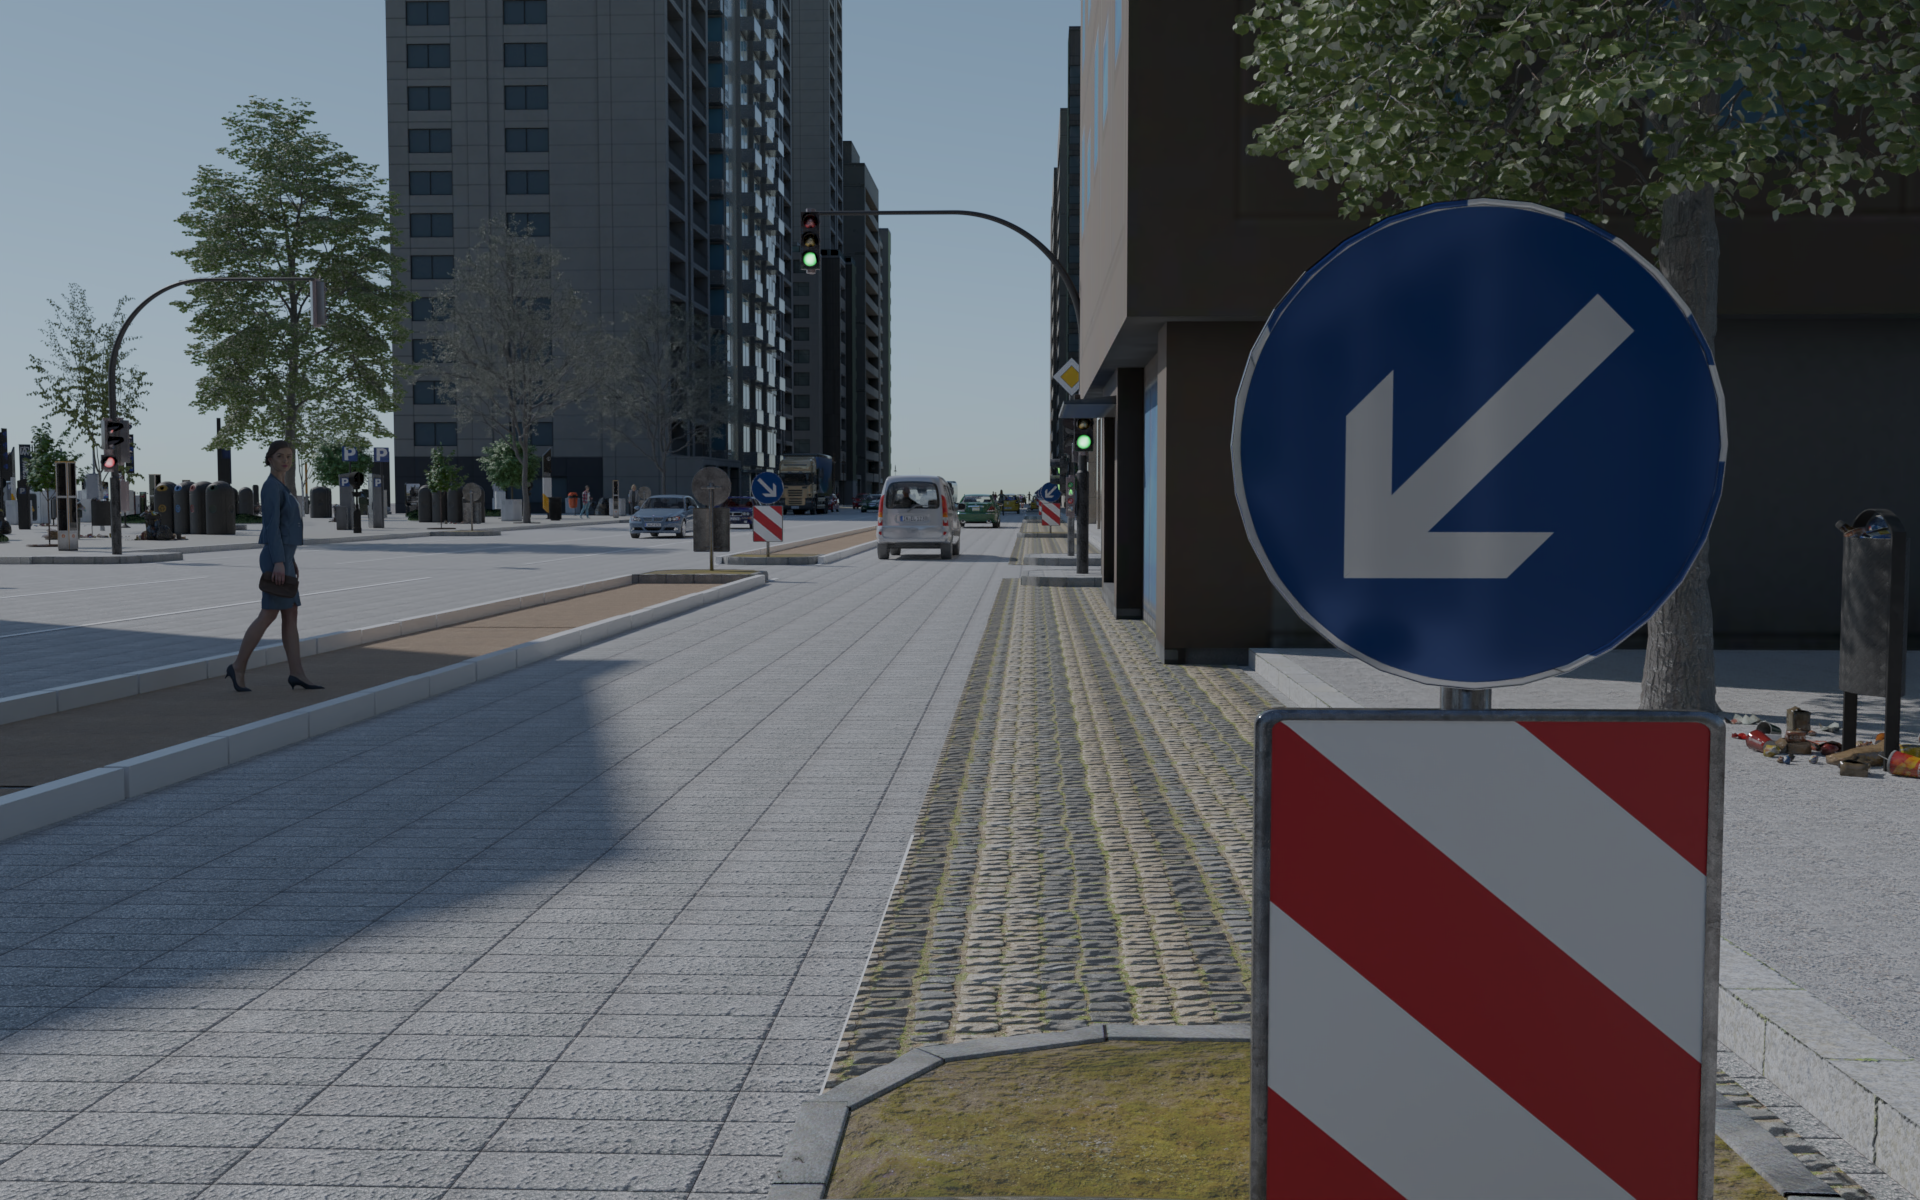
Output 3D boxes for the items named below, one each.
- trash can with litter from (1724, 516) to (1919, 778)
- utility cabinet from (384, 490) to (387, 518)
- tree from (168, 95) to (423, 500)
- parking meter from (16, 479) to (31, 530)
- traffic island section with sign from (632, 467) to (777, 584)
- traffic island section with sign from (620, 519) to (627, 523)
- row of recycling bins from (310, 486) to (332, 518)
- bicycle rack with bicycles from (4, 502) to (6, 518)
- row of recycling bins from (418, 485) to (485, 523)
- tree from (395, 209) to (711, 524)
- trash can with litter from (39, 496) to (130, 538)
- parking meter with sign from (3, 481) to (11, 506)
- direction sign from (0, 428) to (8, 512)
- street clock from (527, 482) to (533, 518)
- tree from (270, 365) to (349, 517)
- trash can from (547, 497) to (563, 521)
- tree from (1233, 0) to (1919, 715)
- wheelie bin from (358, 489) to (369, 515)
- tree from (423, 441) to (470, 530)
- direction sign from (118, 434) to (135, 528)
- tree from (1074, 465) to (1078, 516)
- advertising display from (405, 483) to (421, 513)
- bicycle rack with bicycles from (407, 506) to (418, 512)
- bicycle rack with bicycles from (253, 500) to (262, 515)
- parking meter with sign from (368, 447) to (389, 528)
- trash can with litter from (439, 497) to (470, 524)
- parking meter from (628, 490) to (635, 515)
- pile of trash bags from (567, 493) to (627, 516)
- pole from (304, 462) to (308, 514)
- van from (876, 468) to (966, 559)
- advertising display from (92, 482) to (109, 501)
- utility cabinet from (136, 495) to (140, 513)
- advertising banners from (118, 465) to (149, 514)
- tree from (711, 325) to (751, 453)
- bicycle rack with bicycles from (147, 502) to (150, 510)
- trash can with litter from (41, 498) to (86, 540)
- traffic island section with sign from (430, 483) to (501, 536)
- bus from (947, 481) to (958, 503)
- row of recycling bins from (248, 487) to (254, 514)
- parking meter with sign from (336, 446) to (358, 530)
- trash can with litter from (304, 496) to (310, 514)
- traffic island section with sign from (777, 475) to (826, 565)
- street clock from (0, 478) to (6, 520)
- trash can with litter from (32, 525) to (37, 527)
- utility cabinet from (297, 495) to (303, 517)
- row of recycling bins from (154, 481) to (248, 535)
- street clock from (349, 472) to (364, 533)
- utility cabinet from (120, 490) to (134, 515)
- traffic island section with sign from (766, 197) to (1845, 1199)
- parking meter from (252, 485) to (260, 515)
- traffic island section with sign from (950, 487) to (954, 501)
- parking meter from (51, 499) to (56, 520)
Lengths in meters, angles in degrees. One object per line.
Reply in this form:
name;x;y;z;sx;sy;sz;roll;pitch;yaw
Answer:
trash can with litter;4.482;0.151;8.585;1.678;1.210;2.233;0;4;7
utility cabinet;-30.473;-5.038;91.045;0.318;1.500;1.173;0;4;0
tree;-19.229;-8.078;50.207;7.486;12.596;7.792;0;3;0
parking meter;-33.879;-3.483;62.653;0.399;1.863;0.255;-1;4;-11
traffic island section with sign;-4.195;-1.240;28.413;2.006;1.907;1.989;0;4;2
traffic island section with sign;-15.820;-4.766;86.559;1.989;1.847;2.006;0;4;2
row of recycling bins;-34.578;-5.303;93.811;1.069;1.692;3.534;-1;4;-15
bicycle rack with bicycles;-51.437;-4.957;94.429;2.852;0.926;2.925;0;4;-6
row of recycling bins;-22.841;-4.319;77.725;3.534;1.692;1.069;2;4;23
tree;-19.111;-10.094;75.403;12.009;13.543;11.850;0;3;0
trash can with litter;-25.728;-2.444;51.019;2.233;1.210;1.678;-2;4;-24
parking meter with sign;-56.632;-6.515;102.781;1.738;3.016;0.543;1;4;20
direction sign;-32.801;-4.115;59.283;0.379;3.537;0.876;0;4;-2
street clock;-23.501;-5.488;94.302;0.471;2.002;0.358;1;4;18
tree;-37.106;-9.039;98.146;4.737;8.622;4.395;0;3;0
trash can;-19.494;-4.389;83.412;0.748;1.137;0.748;0;3;0
tree;4.331;-5.581;9.378;7.486;12.596;7.792;0;3;0
wheelie bin;-36.219;-5.961;105.373;0.693;1.594;0.980;1;4;15
tree;-18.886;-4.176;62.881;1.663;3.219;1.824;0;3;0
direction sign;-31.631;-4.498;65.531;0.876;3.537;0.379;1;4;9
tree;7.090;-6.406;99.333;1.663;3.219;1.824;0;3;0
advertising display;-31.898;-5.858;100.984;0.123;1.923;0.974;3;5;39
bicycle rack with bicycles;-33.232;-5.911;110.022;2.925;0.926;2.852;2;4;32
bicycle rack with bicycles;-41.532;-5.474;102.886;2.925;0.926;2.852;-3;5;-44
parking meter with sign;-21.971;-4.219;65.244;0.543;3.016;1.738;-2;4;-31
trash can with litter;-21.535;-3.876;74.427;2.233;1.210;1.678;-3;5;-44
parking meter;-20.366;-6.052;107.368;0.372;1.533;0.369;0;3;0
pile of trash bags;-21.675;-5.697;102.899;3.447;1.369;1.912;-3;4;-38
pole;-41.248;-7.062;109.302;0.158;3.312;0.155;0;3;0
van;-0.905;-1.978;39.356;2.013;2.044;4.112;0;4;4
advertising display;-44.216;-5.131;89.099;0.123;1.923;0.974;1;4;21
utility cabinet;-51.831;-5.970;108.771;0.306;1.237;1.020;3;5;41
advertising banners;-45.854;-6.099;95.911;2.074;3.025;0.090;1;4;16
tree;-17.460;-11.677;101.283;12.009;13.543;11.850;0;3;0
bicycle rack with bicycles;-51.876;-6.018;111.784;2.852;0.926;2.925;0;4;5
trash can with litter;-25.294;-2.293;48.875;0.624;1.170;1.055;2;4;31
traffic island section with sign;-16.939;-3.119;59.627;1.989;1.847;2.006;0;4;2
bus;-1.993;-14.877;238.095;2.948;3.499;13.247;0;4;3
row of recycling bins;-42.066;-5.629;99.140;3.534;1.692;1.069;1;4;14
parking meter with sign;-22.081;-4.039;62.299;0.543;3.016;1.738;-1;4;-9
trash can with litter;-41.885;-6.050;110.297;1.055;1.170;0.624;2;4;27
traffic island section with sign;-3.876;-1.693;35.813;2.006;1.907;1.989;0;4;2
street clock;-42.210;-4.382;76.208;0.358;2.002;0.471;1;4;16
trash can with litter;-36.007;-3.532;68.813;2.233;1.210;1.678;2;4;31
utility cabinet;-29.949;-4.055;77.461;0.306;1.237;1.020;3;4;36
row of recycling bins;-24.465;-2.952;55.384;3.534;1.692;1.069;2;4;32
street clock;-19.723;-3.185;56.646;0.358;2.002;0.471;2;4;25
utility cabinet;-42.385;-4.849;87.961;1.173;1.500;0.318;3;4;36
traffic island section with sign;0.627;0.336;3.129;1.989;1.847;2.006;0;4;2
parking meter;-45.737;-6.541;112.657;0.255;1.863;0.399;-1;4;-17
traffic island section with sign;-0.746;-6.284;110.887;2.006;1.907;1.989;0;4;2
parking meter;-45.684;-4.972;87.007;0.399;1.863;0.255;-3;5;-41
